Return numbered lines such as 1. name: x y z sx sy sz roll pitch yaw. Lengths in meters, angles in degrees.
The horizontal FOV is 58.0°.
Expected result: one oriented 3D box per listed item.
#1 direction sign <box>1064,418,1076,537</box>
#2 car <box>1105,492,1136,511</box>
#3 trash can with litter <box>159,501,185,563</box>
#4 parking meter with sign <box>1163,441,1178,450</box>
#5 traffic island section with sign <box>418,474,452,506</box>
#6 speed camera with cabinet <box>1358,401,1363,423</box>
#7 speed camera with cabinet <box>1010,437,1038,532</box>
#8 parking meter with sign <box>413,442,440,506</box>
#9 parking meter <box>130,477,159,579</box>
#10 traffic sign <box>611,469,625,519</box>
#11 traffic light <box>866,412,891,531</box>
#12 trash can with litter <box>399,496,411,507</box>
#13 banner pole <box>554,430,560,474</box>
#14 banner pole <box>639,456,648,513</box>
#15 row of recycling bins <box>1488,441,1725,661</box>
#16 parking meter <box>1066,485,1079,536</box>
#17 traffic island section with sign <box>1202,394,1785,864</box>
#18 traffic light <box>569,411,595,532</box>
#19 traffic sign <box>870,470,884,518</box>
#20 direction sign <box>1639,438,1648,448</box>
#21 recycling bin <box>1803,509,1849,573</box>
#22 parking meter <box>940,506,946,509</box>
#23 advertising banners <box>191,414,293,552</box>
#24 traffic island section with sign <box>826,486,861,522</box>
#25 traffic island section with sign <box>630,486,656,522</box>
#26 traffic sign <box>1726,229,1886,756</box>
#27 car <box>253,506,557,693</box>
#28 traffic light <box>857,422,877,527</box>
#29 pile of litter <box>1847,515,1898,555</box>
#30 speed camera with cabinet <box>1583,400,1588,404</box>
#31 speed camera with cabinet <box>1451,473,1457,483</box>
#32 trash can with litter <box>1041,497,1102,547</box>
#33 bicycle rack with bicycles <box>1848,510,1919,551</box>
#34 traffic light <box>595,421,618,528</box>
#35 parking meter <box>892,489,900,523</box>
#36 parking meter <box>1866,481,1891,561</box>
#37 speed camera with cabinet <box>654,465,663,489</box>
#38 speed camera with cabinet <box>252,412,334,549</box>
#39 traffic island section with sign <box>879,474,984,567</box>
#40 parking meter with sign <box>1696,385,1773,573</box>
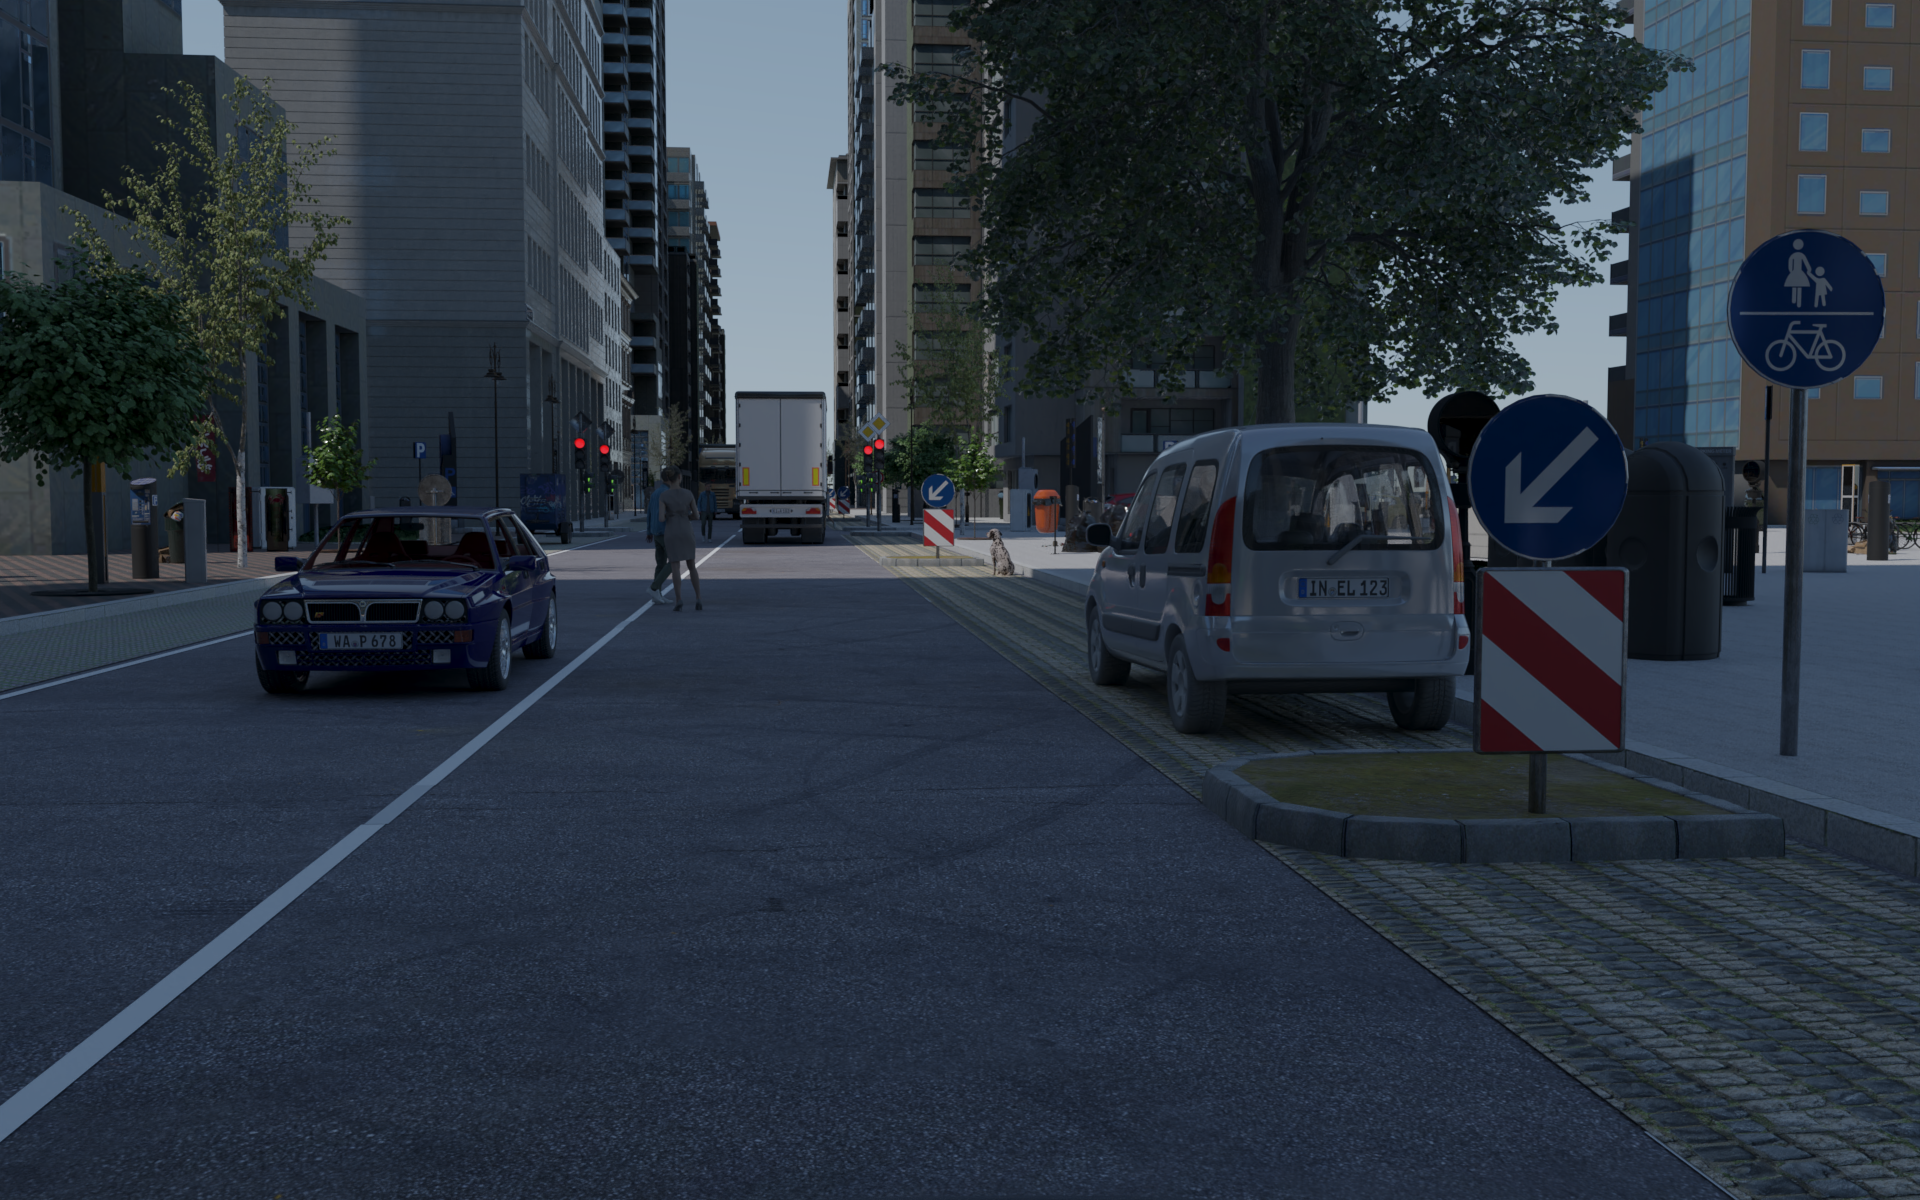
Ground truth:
1. direction sign: 3.311 -3.658 51.799 0.379 3.537 0.876 -1 4 -14
2. car: 7.278 -3.437 65.232 4.494 1.783 2.155 0 4 -6
3. trash can with litter: -14.642 -1.269 32.136 1.055 1.170 0.624 2 4 26
4. parking meter with sign: 7.412 -3.725 57.166 0.543 3.016 1.738 3 5 41
5. traffic island section with sign: -10.328 -1.548 33.938 1.989 1.847 2.006 0 4 -6
6. speed camera with cabinet: 8.421 -2.658 37.793 0.660 3.252 2.038 0 4 4
7. speed camera with cabinet: 2.225 -4.009 59.881 0.660 3.252 2.038 1 4 14
8. parking meter with sign: -17.350 -3.765 57.825 1.738 3.016 0.543 1 4 22
9. parking meter: -12.370 -1.092 26.271 0.372 1.533 0.369 0 3 0
10. traffic sign: -17.542 -5.417 88.667 0.768 2.556 0.104 0 4 3
11. traffic light: -2.793 -4.311 59.401 0.839 4.253 0.868 0 4 -6
12. trash can with litter: -17.333 -2.573 53.123 1.678 1.210 2.233 1 4 15
13. banner pole: -15.896 -4.788 68.296 0.401 3.779 0.863 -3 4 -36
14. banner pole: -20.972 -7.626 114.700 0.863 3.779 0.401 2 4 28
15. row of recycling bins: 5.460 -0.481 14.980 1.069 1.692 3.534 0 4 -2
16. parking meter: 3.191 -2.498 49.252 0.372 1.533 0.369 0 3 0
17. traffic island section with sign: 2.153 0.061 7.636 1.989 1.847 2.006 0 4 -6
18. traffic light: -12.753 -4.249 58.385 0.839 4.253 0.868 0 4 -6
19. traffic sign: -4.443 -5.671 92.823 0.768 2.556 0.104 0 4 2
20. direction sign: 27.716 -4.788 70.284 0.379 3.537 0.876 3 5 41
21. recycling bin: 14.186 -0.982 28.617 0.722 1.027 0.722 1 4 11
22. parking meter: -0.744 -3.971 73.331 0.372 1.533 0.369 0 3 0
23. advertising banners: -15.874 -2.573 38.259 2.074 3.025 0.090 -1 4 -12
24. traffic island section with sign: -6.179 -4.990 90.217 1.989 1.847 2.006 0 4 -6
25. traffic island section with sign: -15.883 -4.918 89.038 1.989 1.847 2.006 0 4 -6
26. traffic sign: 4.073 -0.509 8.435 0.768 2.556 0.104 0 4 -1
27. car: -4.281 -0.072 13.761 1.945 1.354 3.894 0 4 -5
28. traffic light: -3.594 -4.797 67.346 0.839 4.253 0.868 0 4 -6
29. pile of litter: 19.532 -1.417 37.137 1.719 0.858 1.176 -3 5 -44
30. speed camera with cabinet: 12.473 -2.581 36.535 2.038 3.252 0.660 1 4 11
31. speed camera with cabinet: 24.640 -5.667 86.984 0.660 3.252 2.038 1 4 19
32. trash can with litter: 2.877 -1.934 42.682 2.233 1.210 1.678 -2 4 -27
33. bicycle rack with bicycles: 21.221 -1.635 40.111 2.852 0.926 2.925 -3 5 -42
34. traffic light: -13.554 -4.735 66.330 0.839 4.253 0.868 0 4 -6
35. parking meter: -2.861 -4.232 77.598 0.372 1.533 0.369 0 3 0
36. parking meter: 17.715 -1.528 33.398 0.372 1.533 0.369 0 3 0
37. speed camera with cabinet: -20.837 -7.660 119.581 0.660 3.252 2.038 -1 4 -10
38. speed camera with cabinet: -15.953 -2.868 41.231 0.660 3.252 2.038 2 4 33
39. traffic island section with sign: -0.611 -1.607 34.905 1.989 1.847 2.006 0 4 -6
40. parking meter with sign: 12.245 -1.956 28.248 1.738 3.016 0.543 1 4 23
